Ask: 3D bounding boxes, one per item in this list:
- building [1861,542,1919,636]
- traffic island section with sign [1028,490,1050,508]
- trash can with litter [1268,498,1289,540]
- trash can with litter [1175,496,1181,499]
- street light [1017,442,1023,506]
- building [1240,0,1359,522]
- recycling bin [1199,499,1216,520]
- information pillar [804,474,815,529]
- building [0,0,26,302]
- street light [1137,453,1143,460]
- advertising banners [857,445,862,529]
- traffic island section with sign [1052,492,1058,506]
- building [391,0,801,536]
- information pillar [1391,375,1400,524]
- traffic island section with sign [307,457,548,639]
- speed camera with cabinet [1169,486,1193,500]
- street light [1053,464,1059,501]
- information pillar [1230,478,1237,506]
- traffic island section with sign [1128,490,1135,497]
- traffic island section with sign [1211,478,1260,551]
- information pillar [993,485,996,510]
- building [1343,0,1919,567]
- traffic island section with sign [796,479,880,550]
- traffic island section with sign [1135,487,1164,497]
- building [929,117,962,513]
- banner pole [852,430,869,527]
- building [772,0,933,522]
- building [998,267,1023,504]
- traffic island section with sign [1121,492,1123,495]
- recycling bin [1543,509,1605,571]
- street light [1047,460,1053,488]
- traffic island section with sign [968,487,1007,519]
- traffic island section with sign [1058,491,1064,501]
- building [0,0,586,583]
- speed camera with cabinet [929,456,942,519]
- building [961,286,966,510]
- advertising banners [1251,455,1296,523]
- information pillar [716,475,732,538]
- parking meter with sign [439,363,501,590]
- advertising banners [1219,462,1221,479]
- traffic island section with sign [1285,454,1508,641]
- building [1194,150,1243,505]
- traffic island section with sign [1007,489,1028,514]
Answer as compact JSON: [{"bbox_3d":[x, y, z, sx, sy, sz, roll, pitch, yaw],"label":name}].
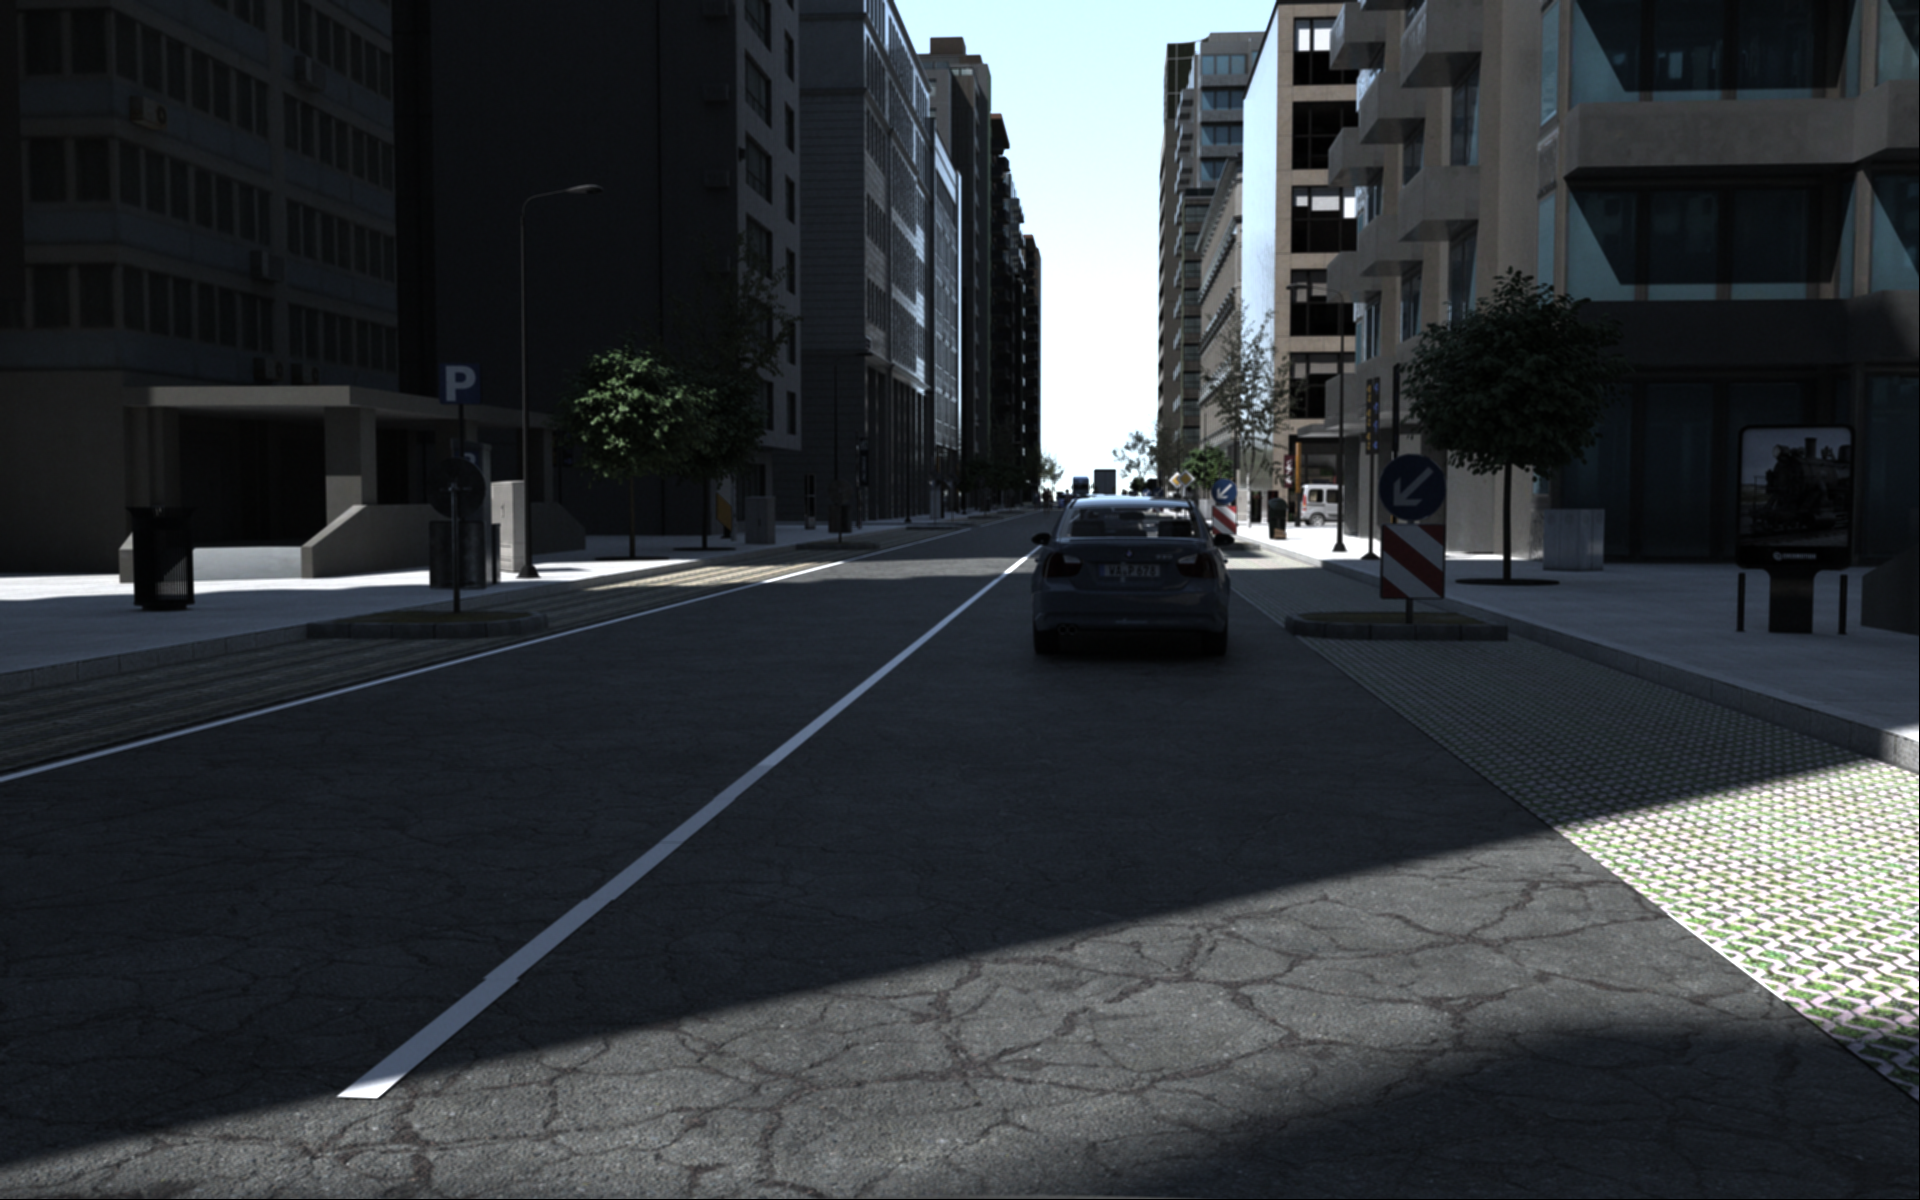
[{"bbox_3d":[24.252,-19.298,7.411,32.217,40.220,23.993,0,4,5],"label":"building"},{"bbox_3d":[7.895,-10.285,176.785,1.989,1.847,2.006,0,4,5],"label":"traffic island section with sign"},{"bbox_3d":[9.069,-2.300,48.990,0.624,1.170,1.055,0,4,0],"label":"trash can with litter"},{"bbox_3d":[15.697,-6.999,125.814,0.624,1.170,1.055,-1,4,-16],"label":"trash can with litter"},{"bbox_3d":[4.758,-11.154,154.910,1.470,5.913,1.316,0,4,5],"label":"street light"},{"bbox_3d":[31.890,-17.204,85.802,34.151,26.468,19.350,0,4,5],"label":"building"},{"bbox_3d":[12.317,-4.485,85.890,0.722,1.027,0.722,-1,4,-23],"label":"recycling bin"},{"bbox_3d":[-5.458,-3.579,63.002,0.304,2.012,0.304,-2,4,-30],"label":"information pillar"},{"bbox_3d":[-14.361,-21.710,5.078,14.600,45.320,14.200,0,4,5],"label":"building"},{"bbox_3d":[21.254,-13.775,197.754,1.470,5.913,1.316,0,4,5],"label":"street light"},{"bbox_3d":[-3.682,-4.099,63.205,0.090,3.025,2.074,0,4,1],"label":"advertising banners"},{"bbox_3d":[10.205,-11.973,204.382,1.989,1.847,2.006,0,4,5],"label":"traffic island section with sign"},{"bbox_3d":[-13.075,-17.626,59.885,14.107,30.474,14.160,0,4,5],"label":"building"},{"bbox_3d":[8.527,-2.602,33.904,0.183,3.616,0.504,1,4,18],"label":"information pillar"},{"bbox_3d":[-5.393,-0.570,17.947,1.989,1.847,2.006,0,4,5],"label":"traffic island section with sign"},{"bbox_3d":[19.047,-9.481,149.350,2.038,3.252,0.660,-2,4,-25],"label":"speed camera with cabinet"},{"bbox_3d":[14.152,-18.110,268.642,1.470,5.913,1.316,0,4,5],"label":"street light"},{"bbox_3d":[12.770,-4.667,80.801,0.304,2.012,0.304,1,4,12],"label":"information pillar"},{"bbox_3d":[13.507,-7.216,126.610,1.989,1.847,2.006,0,4,5],"label":"traffic island section with sign"},{"bbox_3d":[6.651,-2.204,44.656,1.989,1.847,2.006,0,4,5],"label":"traffic island section with sign"},{"bbox_3d":[2.758,-8.185,138.313,0.304,2.012,0.304,0,3,0],"label":"information pillar"},{"bbox_3d":[21.515,-25.874,42.650,23.786,49.044,30.456,0,4,5],"label":"building"},{"bbox_3d":[-3.126,-2.226,45.022,1.989,1.847,2.006,0,4,5],"label":"traffic island section with sign"},{"bbox_3d":[11.205,-5.538,99.167,1.989,1.847,2.006,0,4,5],"label":"traffic island section with sign"},{"bbox_3d":[-6.735,-18.431,119.361,12.078,24.808,19.932,0,4,5],"label":"building"},{"bbox_3d":[-3.857,-4.743,67.558,0.863,3.779,0.401,3,5,40],"label":"banner pole"},{"bbox_3d":[-8.512,-19.385,94.443,11.434,29.767,29.804,0,4,5],"label":"building"},{"bbox_3d":[0.564,-27.287,217.836,14.160,30.474,14.107,0,4,5],"label":"building"},{"bbox_3d":[17.643,-10.241,176.072,1.989,1.847,2.006,0,4,5],"label":"traffic island section with sign"},{"bbox_3d":[10.324,-1.014,29.140,0.722,1.027,0.722,-2,4,-34],"label":"recycling bin"},{"bbox_3d":[11.612,-16.244,238.134,1.470,5.913,1.316,0,4,5],"label":"street light"},{"bbox_3d":[1.515,-5.619,100.491,1.989,1.847,2.006,0,4,5],"label":"traffic island section with sign"},{"bbox_3d":[14.800,-15.323,259.151,1.989,1.847,2.006,0,4,5],"label":"traffic island section with sign"},{"bbox_3d":[-25.293,-20.881,33.284,32.217,40.220,23.993,0,4,5],"label":"building"},{"bbox_3d":[-1.259,-5.819,89.476,0.660,3.252,2.038,0,4,0],"label":"speed camera with cabinet"},{"bbox_3d":[-6.273,-18.848,137.838,12.332,23.373,15.834,0,4,5],"label":"building"},{"bbox_3d":[13.864,-4.934,76.866,2.074,3.025,0.090,0,4,-4],"label":"advertising banners"},{"bbox_3d":[-6.819,-3.593,50.105,0.504,3.616,0.183,-3,4,-38],"label":"information pillar"},{"bbox_3d":[-6.724,-1.694,23.950,0.543,3.016,1.738,0,4,-5],"label":"parking meter with sign"},{"bbox_3d":[14.035,-6.007,94.408,0.090,3.025,2.074,1,4,18],"label":"advertising banners"},{"bbox_3d":[4.399,-0.561,17.795,1.989,1.847,2.006,0,4,5],"label":"traffic island section with sign"},{"bbox_3d":[26.995,-21.537,128.544,17.030,29.872,44.131,0,4,5],"label":"building"},{"bbox_3d":[3.772,-7.272,127.525,1.989,1.847,2.006,0,4,5],"label":"traffic island section with sign"}]
